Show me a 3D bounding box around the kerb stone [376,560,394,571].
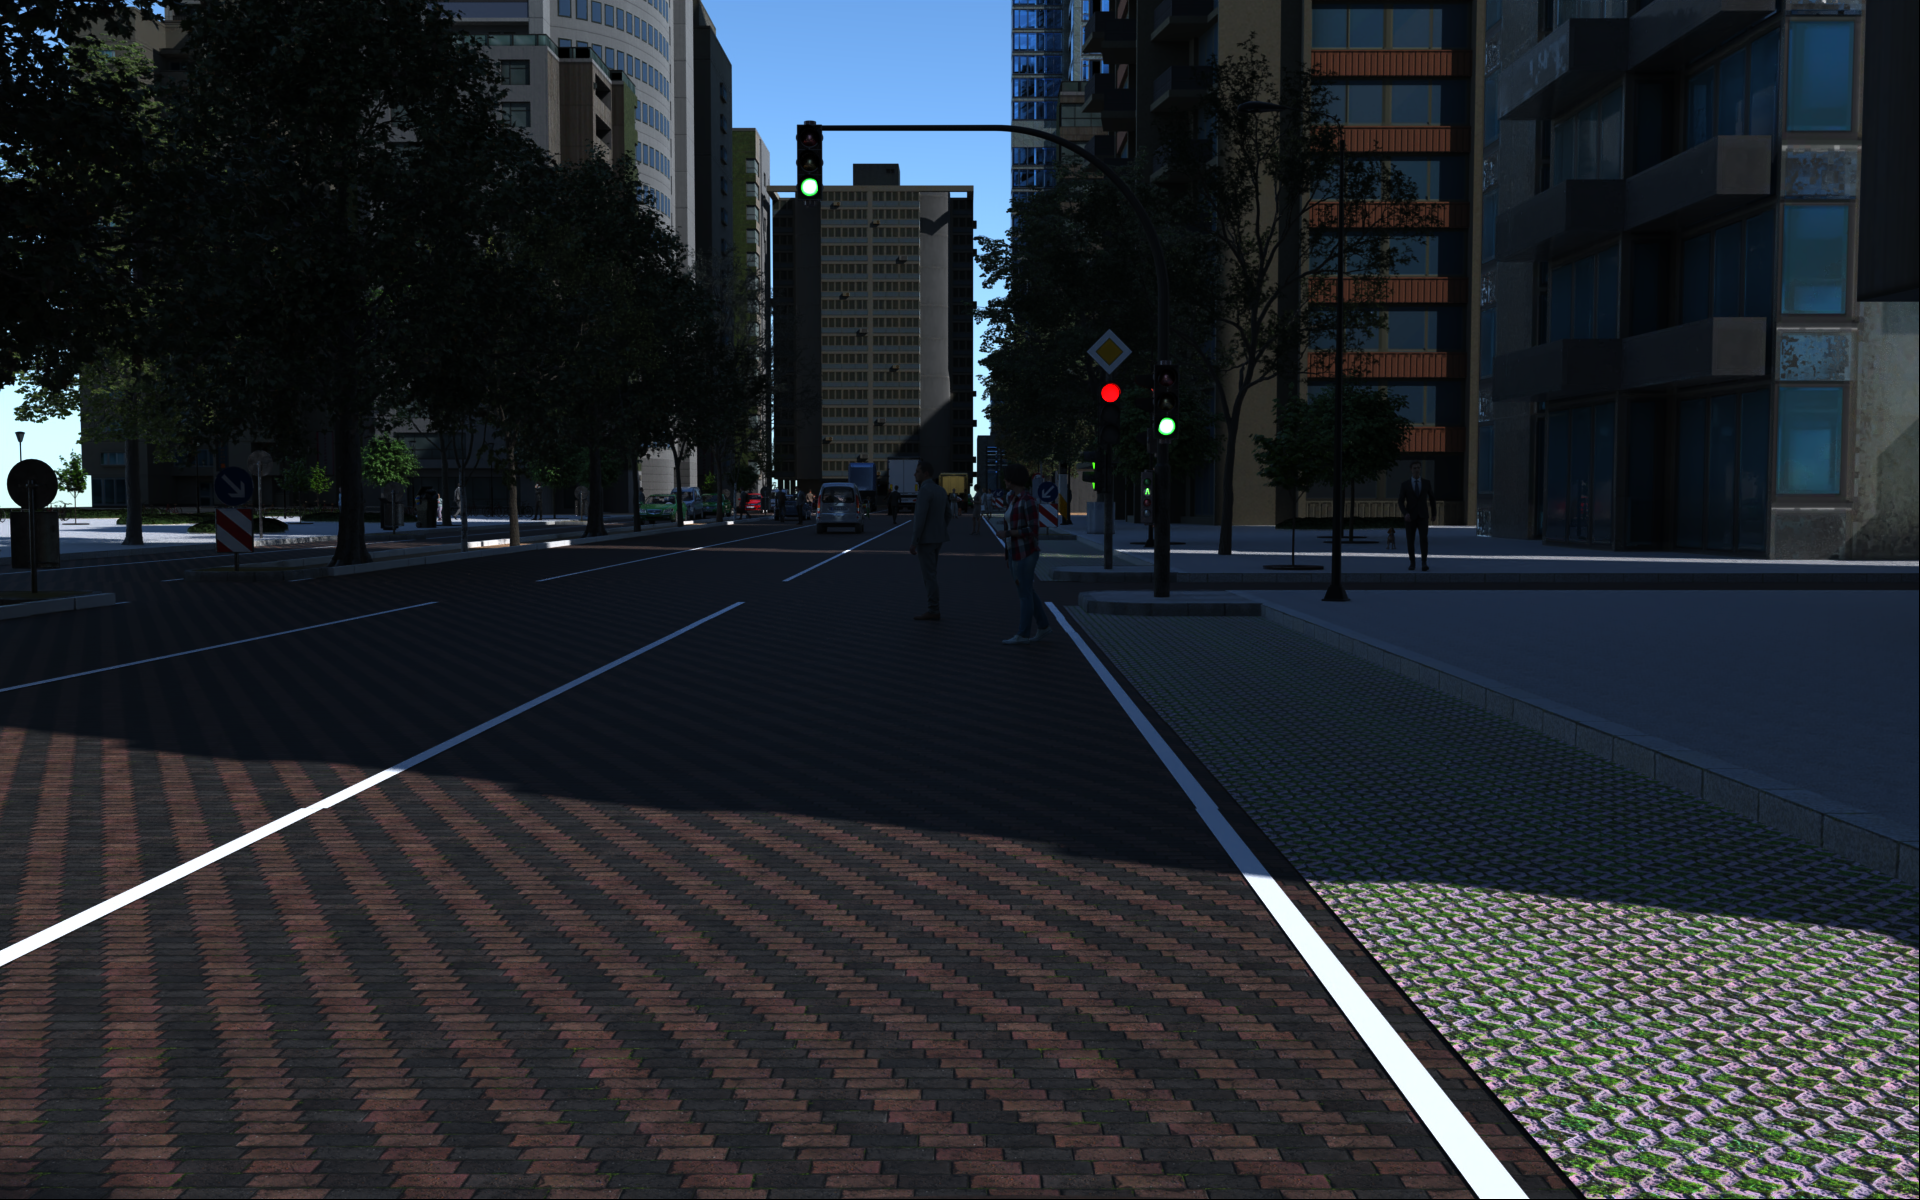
[{"bbox_3d":[-10.968,-0.643,32.741,0.120,0.150,1.000,0,4,0],"label":"kerb stone"}]

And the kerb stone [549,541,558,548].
[{"bbox_3d":[-10.928,-1.460,46.064,0.120,0.150,1.000,0,4,0],"label":"kerb stone"}]

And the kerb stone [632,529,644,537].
[{"bbox_3d":[-10.895,-2.212,58.360,0.120,0.150,1.000,0,4,0],"label":"kerb stone"}]

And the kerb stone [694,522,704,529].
[{"bbox_3d":[-10.850,-3.026,71.677,0.120,0.150,1.000,0,4,0],"label":"kerb stone"}]

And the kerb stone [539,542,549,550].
[{"bbox_3d":[-10.923,-1.397,45.037,0.120,0.150,1.000,0,4,0],"label":"kerb stone"}]

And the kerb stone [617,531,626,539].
[{"bbox_3d":[-10.900,-2.024,55.292,0.120,0.150,1.000,0,4,0],"label":"kerb stone"}]

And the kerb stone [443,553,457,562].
[{"bbox_3d":[-10.956,-0.895,36.832,0.120,0.150,1.000,0,4,0],"label":"kerb stone"}]

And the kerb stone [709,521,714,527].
[{"bbox_3d":[-10.847,-3.213,74.753,0.120,0.150,1.000,0,4,0],"label":"kerb stone"}]

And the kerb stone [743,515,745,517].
[{"bbox_3d":[-12.859,-4.848,101.467,0.120,0.150,1.000,0,4,0],"label":"kerb stone"}]

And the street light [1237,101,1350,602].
[{"bbox_3d":[3.981,-2.943,20.660,1.470,5.913,1.316,0,4,0],"label":"street light"}]

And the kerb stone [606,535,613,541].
[{"bbox_3d":[-10.909,-1.899,53.240,0.120,0.150,1.000,0,4,0],"label":"kerb stone"}]

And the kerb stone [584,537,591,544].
[{"bbox_3d":[-10.918,-1.711,50.173,0.120,0.150,1.000,0,4,0],"label":"kerb stone"}]

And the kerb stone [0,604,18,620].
[{"bbox_3d":[-10.999,0.149,19.877,0.120,0.150,1.000,0,4,0],"label":"kerb stone"}]

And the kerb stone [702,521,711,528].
[{"bbox_3d":[-10.846,-3.152,73.729,0.120,0.150,1.000,0,4,0],"label":"kerb stone"}]

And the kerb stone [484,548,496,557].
[{"bbox_3d":[-10.947,-1.082,39.910,0.120,0.150,1.000,0,4,0],"label":"kerb stone"}]

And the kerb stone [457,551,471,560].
[{"bbox_3d":[-10.958,-0.954,37.860,0.120,0.150,1.000,0,4,0],"label":"kerb stone"}]

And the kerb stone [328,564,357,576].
[{"bbox_3d":[-10.973,-0.518,30.694,0.120,0.150,1.000,0,4,0],"label":"kerb stone"}]

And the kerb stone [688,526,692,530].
[{"bbox_3d":[-10.862,-2.839,68.606,0.120,0.150,1.000,0,4,0],"label":"kerb stone"}]

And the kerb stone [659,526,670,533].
[{"bbox_3d":[-10.878,-2.525,63.486,0.120,0.150,1.000,0,4,0],"label":"kerb stone"}]

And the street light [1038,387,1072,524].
[{"bbox_3d":[4.062,-6.145,73.006,1.470,5.913,1.316,0,4,0],"label":"street light"}]

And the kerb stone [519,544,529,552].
[{"bbox_3d":[-10.940,-1.269,42.988,0.120,0.150,1.000,0,4,0],"label":"kerb stone"}]

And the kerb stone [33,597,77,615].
[{"bbox_3d":[-11.009,0.079,20.898,0.120,0.150,1.000,0,4,0],"label":"kerb stone"}]

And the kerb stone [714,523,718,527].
[{"bbox_3d":[-10.839,-3.277,75.778,0.120,0.150,1.000,0,4,0],"label":"kerb stone"}]

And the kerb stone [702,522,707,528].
[{"bbox_3d":[-10.851,-3.089,72.700,0.120,0.150,1.000,0,4,0],"label":"kerb stone"}]

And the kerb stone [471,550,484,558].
[{"bbox_3d":[-10.955,-1.016,38.888,0.120,0.150,1.000,0,4,0],"label":"kerb stone"}]

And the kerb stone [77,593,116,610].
[{"bbox_3d":[-10.998,0.016,21.928,0.120,0.150,1.000,0,4,0],"label":"kerb stone"}]

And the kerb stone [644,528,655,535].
[{"bbox_3d":[-10.883,-2.333,60.406,0.120,0.150,1.000,0,4,0],"label":"kerb stone"}]

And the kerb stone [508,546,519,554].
[{"bbox_3d":[-10.941,-1.209,41.966,0.120,0.150,1.000,0,4,0],"label":"kerb stone"}]

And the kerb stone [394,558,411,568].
[{"bbox_3d":[-10.973,-0.704,33.765,0.120,0.150,1.000,0,4,0],"label":"kerb stone"}]

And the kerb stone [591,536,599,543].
[{"bbox_3d":[-10.921,-1.774,51.195,0.120,0.150,1.000,0,4,0],"label":"kerb stone"}]

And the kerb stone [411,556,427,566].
[{"bbox_3d":[-10.969,-0.766,34.787,0.120,0.150,1.000,0,4,0],"label":"kerb stone"}]

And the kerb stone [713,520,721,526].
[{"bbox_3d":[-10.837,-3.340,76.808,0.120,0.150,1.000,0,4,0],"label":"kerb stone"}]

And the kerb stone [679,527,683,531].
[{"bbox_3d":[-10.871,-2.713,66.556,0.120,0.150,1.000,0,4,0],"label":"kerb stone"}]

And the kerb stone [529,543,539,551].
[{"bbox_3d":[-10.943,-1.334,44.010,0.120,0.150,1.000,0,4,0],"label":"kerb stone"}]

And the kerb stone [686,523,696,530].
[{"bbox_3d":[-10.855,-2.901,69.629,0.120,0.150,1.000,0,4,0],"label":"kerb stone"}]

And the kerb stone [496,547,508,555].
[{"bbox_3d":[-10.944,-1.147,40.944,0.120,0.150,1.000,0,4,0],"label":"kerb stone"}]

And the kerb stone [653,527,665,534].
[{"bbox_3d":[-10.876,-2.462,62.454,0.120,0.150,1.000,0,4,0],"label":"kerb stone"}]

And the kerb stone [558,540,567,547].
[{"bbox_3d":[-10.926,-1.521,47.091,0.120,0.150,1.000,0,4,0],"label":"kerb stone"}]

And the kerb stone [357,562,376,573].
[{"bbox_3d":[-10.968,-0.580,31.719,0.120,0.150,1.000,0,4,0],"label":"kerb stone"}]

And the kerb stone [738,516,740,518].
[{"bbox_3d":[-12.879,-4.720,99.416,0.120,0.150,1.000,0,4,0],"label":"kerb stone"}]

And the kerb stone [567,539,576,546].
[{"bbox_3d":[-10.922,-1.585,48.117,0.120,0.150,1.000,0,4,0],"label":"kerb stone"}]

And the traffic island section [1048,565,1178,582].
[{"bbox_3d":[2.554,-0.448,29.610,2.009,0.180,2.903,0,4,0],"label":"traffic island section"}]

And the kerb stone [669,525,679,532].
[{"bbox_3d":[-10.875,-2.649,65.534,0.120,0.150,1.000,0,4,0],"label":"kerb stone"}]

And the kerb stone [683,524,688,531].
[{"bbox_3d":[-10.865,-2.768,67.585,0.120,0.150,1.000,0,4,0],"label":"kerb stone"}]

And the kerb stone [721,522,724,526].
[{"bbox_3d":[-10.830,-3.404,77.842,0.120,0.150,1.000,0,4,0],"label":"kerb stone"}]

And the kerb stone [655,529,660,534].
[{"bbox_3d":[-10.881,-2.395,61.432,0.120,0.150,1.000,0,4,0],"label":"kerb stone"}]

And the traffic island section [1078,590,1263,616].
[{"bbox_3d":[2.530,0.040,21.625,2.009,0.180,2.903,0,4,0],"label":"traffic island section"}]

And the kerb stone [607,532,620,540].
[{"bbox_3d":[-10.895,-1.960,54.262,0.120,0.150,1.000,0,4,0],"label":"kerb stone"}]

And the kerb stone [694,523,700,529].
[{"bbox_3d":[-10.855,-2.960,70.651,0.120,0.150,1.000,0,4,0],"label":"kerb stone"}]

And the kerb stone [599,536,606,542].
[{"bbox_3d":[-10.909,-1.836,52.217,0.120,0.150,1.000,0,4,0],"label":"kerb stone"}]

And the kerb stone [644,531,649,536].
[{"bbox_3d":[-10.886,-2.272,59.383,0.120,0.150,1.000,0,4,0],"label":"kerb stone"}]

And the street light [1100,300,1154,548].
[{"bbox_3d":[4.054,-4.220,41.546,1.470,5.913,1.316,0,4,0],"label":"street light"}]

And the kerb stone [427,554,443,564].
[{"bbox_3d":[-10.948,-0.833,35.809,0.120,0.150,1.000,0,4,0],"label":"kerb stone"}]

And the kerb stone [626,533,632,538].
[{"bbox_3d":[-10.903,-2.087,56.315,0.120,0.150,1.000,0,4,0],"label":"kerb stone"}]

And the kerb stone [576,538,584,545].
[{"bbox_3d":[-10.911,-1.648,49.139,0.120,0.150,1.000,0,4,0],"label":"kerb stone"}]

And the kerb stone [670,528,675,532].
[{"bbox_3d":[-10.872,-2.588,64.511,0.120,0.150,1.000,0,4,0],"label":"kerb stone"}]

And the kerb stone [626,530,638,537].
[{"bbox_3d":[-10.888,-2.149,57.337,0.120,0.150,1.000,0,4,0],"label":"kerb stone"}]
